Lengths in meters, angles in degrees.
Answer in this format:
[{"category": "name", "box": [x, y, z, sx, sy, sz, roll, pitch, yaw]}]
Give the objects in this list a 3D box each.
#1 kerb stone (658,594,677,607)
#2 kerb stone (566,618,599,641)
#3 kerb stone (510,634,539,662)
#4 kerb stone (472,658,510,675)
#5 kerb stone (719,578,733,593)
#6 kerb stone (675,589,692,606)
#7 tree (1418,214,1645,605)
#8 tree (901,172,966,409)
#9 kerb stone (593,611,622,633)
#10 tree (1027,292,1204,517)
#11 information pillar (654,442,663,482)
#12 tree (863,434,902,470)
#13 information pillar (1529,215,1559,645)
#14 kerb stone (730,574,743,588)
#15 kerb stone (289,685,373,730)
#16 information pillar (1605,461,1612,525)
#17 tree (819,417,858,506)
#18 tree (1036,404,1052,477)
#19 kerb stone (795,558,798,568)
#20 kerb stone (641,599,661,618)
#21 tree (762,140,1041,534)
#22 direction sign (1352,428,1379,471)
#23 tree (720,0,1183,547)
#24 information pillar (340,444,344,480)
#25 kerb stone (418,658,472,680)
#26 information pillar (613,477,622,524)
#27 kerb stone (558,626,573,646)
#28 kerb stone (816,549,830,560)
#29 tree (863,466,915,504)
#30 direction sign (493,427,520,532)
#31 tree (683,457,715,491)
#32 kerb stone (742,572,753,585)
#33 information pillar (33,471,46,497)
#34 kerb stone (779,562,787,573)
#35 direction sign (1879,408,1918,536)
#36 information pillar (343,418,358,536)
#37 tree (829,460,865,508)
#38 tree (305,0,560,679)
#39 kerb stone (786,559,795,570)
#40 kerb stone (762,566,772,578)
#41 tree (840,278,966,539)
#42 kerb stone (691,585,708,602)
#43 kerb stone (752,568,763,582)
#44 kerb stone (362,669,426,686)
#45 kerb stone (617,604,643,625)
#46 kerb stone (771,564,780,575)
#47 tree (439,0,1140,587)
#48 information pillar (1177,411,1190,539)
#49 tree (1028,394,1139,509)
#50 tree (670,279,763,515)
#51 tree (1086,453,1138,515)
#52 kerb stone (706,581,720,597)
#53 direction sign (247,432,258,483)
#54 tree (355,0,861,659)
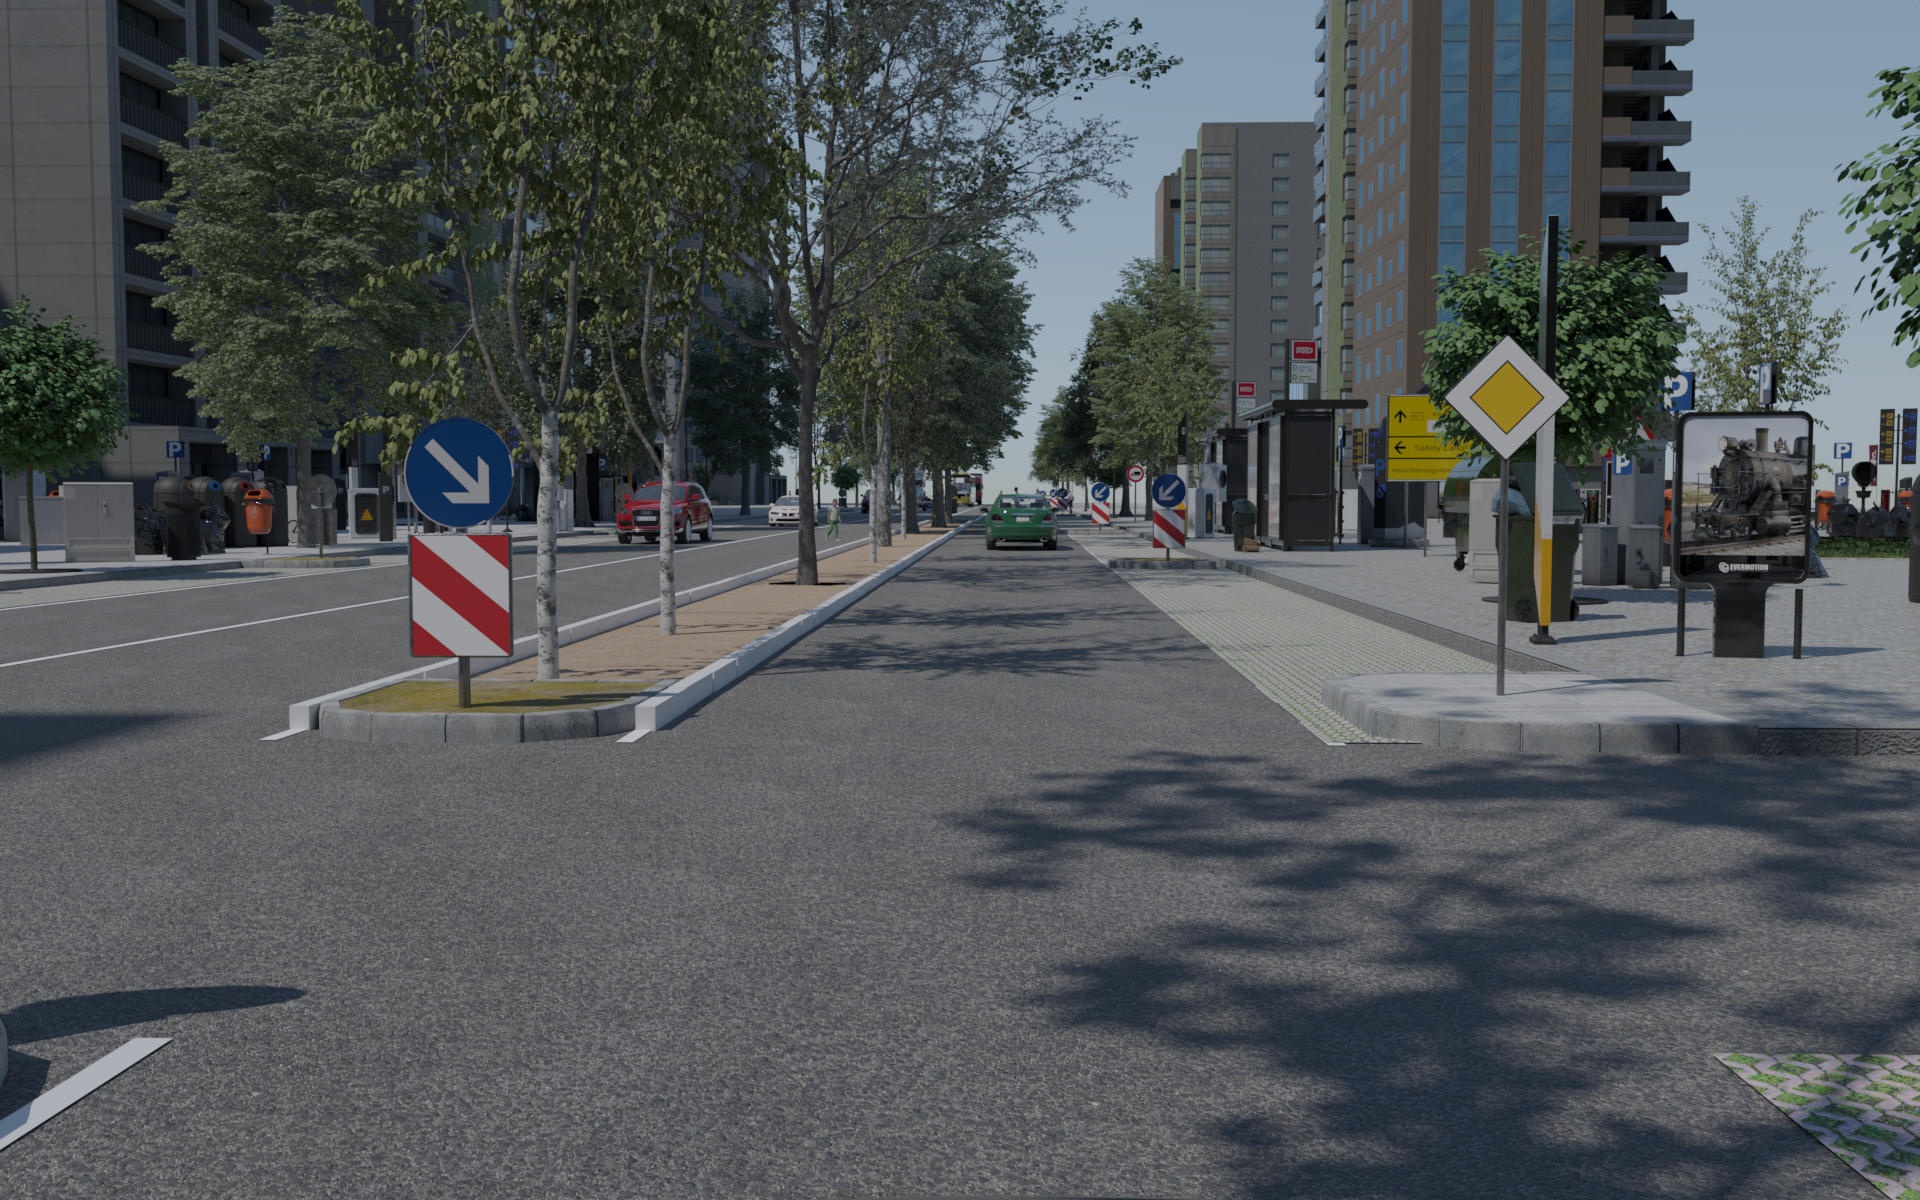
[{"category": "kerb stone", "box": [-3.654, 0.059, 21.235, 0.120, 0.150, 1.000, 0, 4, 2]}, {"category": "kerb stone", "box": [-3.778, 0.310, 17.149, 0.120, 0.150, 1.000, 0, 4, 2]}, {"category": "kerb stone", "box": [-3.855, 0.434, 15.104, 0.120, 0.150, 1.000, 0, 4, 2]}, {"category": "kerb stone", "box": [-3.888, 0.498, 14.082, 0.120, 0.150, 1.000, 0, 4, 2]}, {"category": "kerb stone", "box": [-3.505, -0.187, 25.321, 0.120, 0.150, 1.000, 0, 4, 2]}, {"category": "kerb stone", "box": [-3.625, -0.004, 22.257, 0.120, 0.150, 1.000, 0, 4, 2]}, {"category": "tree", "box": [6.919, -2.247, 20.453, 4.285, 4.588, 4.351, 0, 3, 0]}, {"category": "tree", "box": [-1.826, -5.071, 35.724, 4.737, 8.622, 4.395, 0, 3, 0]}, {"category": "kerb stone", "box": [-3.746, 0.246, 18.171, 0.120, 0.150, 1.000, 0, 4, 2]}, {"category": "tree", "box": [9.569, -11.100, 98.485, 9.611, 12.733, 9.660, 0, 3, 0]}, {"category": "information pillar", "box": [-13.553, -5.290, 77.846, 0.504, 3.616, 0.183, 3, 4, 36]}, {"category": "tree", "box": [-9.227, -16.346, 201.675, 8.767, 10.594, 7.601, 2, 4, 29]}, {"category": "information pillar", "box": [5.024, -1.437, 14.856, 0.183, 3.616, 0.504, 1, 4, 11]}, {"category": "kerb stone", "box": [-3.478, -0.254, 26.355, 0.120, 0.150, 1.000, 0, 4, 2]}, {"category": "kerb stone", "box": [-3.989, 0.685, 10.997, 0.120, 0.150, 1.000, 0, 4, 2]}, {"category": "information pillar", "box": [14.682, -2.098, 38.793, 0.304, 2.012, 0.304, -1, 4, -12]}, {"category": "tree", "box": [-11.129, -16.042, 180.405, 7.486, 12.596, 7.792, 0, 3, 0]}, {"category": "tree", "box": [11.215, -16.068, 180.841, 7.486, 12.596, 7.792, 0, 3, 0]}, {"category": "kerb stone", "box": [-3.236, -0.693, 33.526, 0.120, 0.150, 1.000, 0, 4, 2]}, {"category": "kerb stone", "box": [-3.687, 0.122, 20.214, 0.120, 0.150, 1.000, 0, 4, 2]}, {"category": "tree", "box": [-1.766, -9.332, 61.686, 9.857, 13.997, 8.962, 0, 3, 0]}, {"category": "direction sign", "box": [13.977, -4.144, 59.753, 0.876, 3.537, 0.379, 1, 4, 17]}, {"category": "tree", "box": [-0.868, -11.437, 45.349, 12.611, 20.169, 13.585, 0, 3, 0]}, {"category": "information pillar", "box": [-26.002, -5.001, 73.115, 0.504, 3.616, 0.183, 3, 5, 44]}, {"category": "kerb stone", "box": [-3.916, 0.560, 13.051, 0.120, 0.150, 1.000, 0, 4, 2]}, {"category": "information pillar", "box": [-14.910, -4.340, 75.456, 0.304, 2.012, 0.304, -2, 4, -34]}, {"category": "kerb stone", "box": [-3.815, 0.374, 16.126, 0.120, 0.150, 1.000, 0, 4, 2]}, {"category": "kerb stone", "box": [-3.071, -1.007, 38.662, 0.120, 0.150, 1.000, 0, 4, 2]}, {"category": "tree", "box": [-9.061, -19.412, 234.397, 9.611, 12.733, 9.660, 0, 3, 0]}, {"category": "direction sign", "box": [-15.224, -4.047, 58.162, 0.876, 3.537, 0.379, 0, 4, 2]}, {"category": "tree", "box": [-13.818, -5.923, 91.445, 1.663, 3.219, 1.824, 0, 3, 0]}, {"category": "kerb stone", "box": [-3.447, -0.317, 27.378, 0.120, 0.150, 1.000, 0, 4, 2]}, {"category": "information pillar", "box": [-30.534, -4.033, 57.294, 0.183, 3.616, 0.504, 3, 5, 41]}, {"category": "kerb stone", "box": [-3.312, -0.568, 31.480, 0.120, 0.150, 1.000, 0, 4, 2]}, {"category": "direction sign", "box": [24.834, -3.297, 45.910, 0.876, 3.537, 0.379, 3, 4, 36]}, {"category": "information pillar", "box": [-18.766, -3.806, 53.576, 0.183, 3.616, 0.504, 0, 4, 3]}, {"category": "tree", "box": [-10.758, -11.034, 164.125, 4.285, 4.588, 4.351, 0, 3, 0]}, {"category": "tree", "box": [-3.045, -3.660, 12.663, 4.737, 8.622, 4.395, 0, 3, 0]}, {"category": "kerb stone", "box": [-3.270, -0.631, 32.504, 0.120, 0.150, 1.000, 0, 4, 2]}, {"category": "kerb stone", "box": [-3.376, -0.443, 29.437, 0.120, 0.150, 1.000, 0, 4, 2]}, {"category": "tree", "box": [-1.774, -6.212, 54.386, 4.360, 8.622, 3.978, 0, 3, 0]}, {"category": "kerb stone", "box": [-3.577, -0.066, 23.278, 0.120, 0.150, 1.000, 0, 4, 2]}, {"category": "kerb stone", "box": [-3.402, -0.380, 28.415, 0.120, 0.150, 1.000, 0, 4, 2]}, {"category": "kerb stone", "box": [-3.953, 0.622, 12.022, 0.120, 0.150, 1.000, 0, 4, 2]}, {"category": "kerb stone", "box": [-3.714, 0.184, 19.192, 0.120, 0.150, 1.000, 0, 4, 2]}, {"category": "kerb stone", "box": [-3.337, -0.505, 30.458, 0.120, 0.150, 1.000, 0, 4, 2]}, {"category": "tree", "box": [-2.423, -6.977, 26.903, 12.009, 13.543, 11.850, 0, 3, 0]}, {"category": "information pillar", "box": [6.323, -3.531, 49.079, 0.183, 3.616, 0.504, -2, 4, -23]}, {"category": "tree", "box": [10.961, -13.176, 149.841, 8.767, 10.594, 7.601, -1, 4, -18]}, {"category": "tree", "box": [-12.969, -12.077, 104.109, 9.857, 13.997, 8.962, 0, 3, 0]}, {"category": "tree", "box": [9.684, -7.632, 108.502, 4.285, 4.588, 4.351, 0, 3, 0]}, {"category": "kerb stone", "box": [-3.544, -0.126, 24.299, 0.120, 0.150, 1.000, 0, 4, 2]}, {"category": "direction sign", "box": [-24.294, -4.129, 59.504, 0.379, 3.537, 0.876, 0, 4, -2]}, {"category": "tree", "box": [-2.984, -3.955, 17.491, 4.737, 8.622, 4.395, 0, 3, 0]}]
